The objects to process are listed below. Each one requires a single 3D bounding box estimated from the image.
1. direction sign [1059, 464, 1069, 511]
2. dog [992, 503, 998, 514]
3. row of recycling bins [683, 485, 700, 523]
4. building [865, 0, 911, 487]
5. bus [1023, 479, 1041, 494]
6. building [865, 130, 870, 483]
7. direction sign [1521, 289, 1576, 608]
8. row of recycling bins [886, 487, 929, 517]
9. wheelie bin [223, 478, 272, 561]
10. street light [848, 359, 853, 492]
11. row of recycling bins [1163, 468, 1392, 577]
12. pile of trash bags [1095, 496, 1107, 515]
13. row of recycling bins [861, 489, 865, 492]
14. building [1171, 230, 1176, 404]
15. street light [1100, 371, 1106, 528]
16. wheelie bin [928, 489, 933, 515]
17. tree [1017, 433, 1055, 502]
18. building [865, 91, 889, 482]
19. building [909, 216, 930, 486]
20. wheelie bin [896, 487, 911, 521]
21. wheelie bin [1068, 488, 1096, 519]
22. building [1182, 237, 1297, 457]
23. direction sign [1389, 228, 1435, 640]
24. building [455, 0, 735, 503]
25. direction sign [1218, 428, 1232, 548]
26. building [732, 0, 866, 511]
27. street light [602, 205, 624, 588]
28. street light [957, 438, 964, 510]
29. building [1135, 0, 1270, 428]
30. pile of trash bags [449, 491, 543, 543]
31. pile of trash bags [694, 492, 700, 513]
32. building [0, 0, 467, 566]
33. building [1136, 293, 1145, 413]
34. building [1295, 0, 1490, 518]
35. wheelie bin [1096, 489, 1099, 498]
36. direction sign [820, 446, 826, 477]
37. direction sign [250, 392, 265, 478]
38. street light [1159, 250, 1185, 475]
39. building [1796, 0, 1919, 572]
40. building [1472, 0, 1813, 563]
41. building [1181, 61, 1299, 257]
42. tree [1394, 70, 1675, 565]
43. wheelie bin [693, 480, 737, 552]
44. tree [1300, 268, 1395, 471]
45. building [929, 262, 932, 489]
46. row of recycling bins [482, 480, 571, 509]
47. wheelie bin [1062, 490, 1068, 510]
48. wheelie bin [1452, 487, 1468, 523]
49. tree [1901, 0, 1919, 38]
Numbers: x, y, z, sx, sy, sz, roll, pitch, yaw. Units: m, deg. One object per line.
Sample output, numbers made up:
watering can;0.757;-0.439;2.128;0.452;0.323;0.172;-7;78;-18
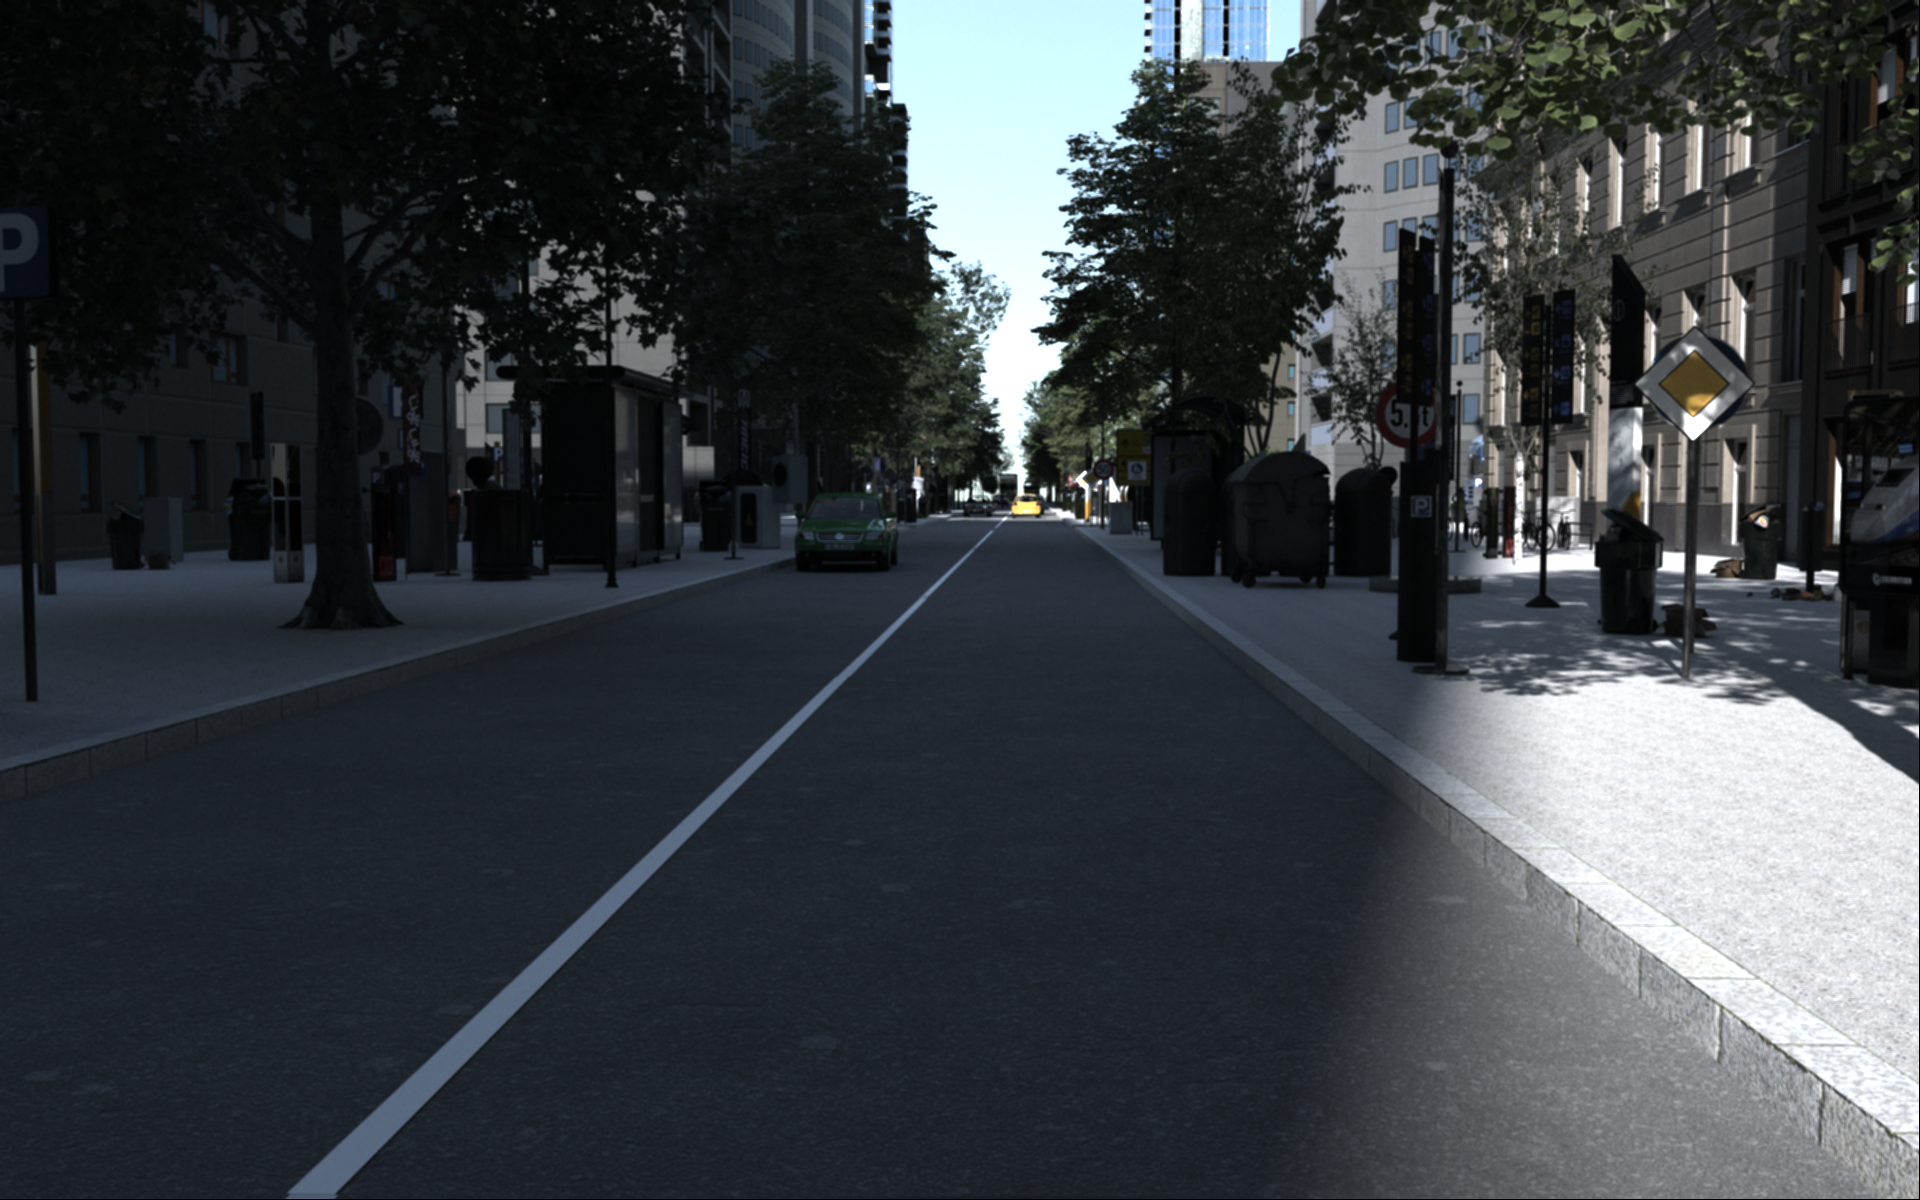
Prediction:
direction sign;7.751;-8.362;128.722;0.876;3.537;0.379;-2;4;-31
dog;2.247;-6.459;122.443;0.513;0.831;0.800;-2;4;-30
row of recycling bins;-12.457;-4.262;76.800;1.069;1.692;3.534;1;4;11
building;-17.648;-57.847;258.462;22.319;86.520;31.000;0;4;2
bus;11.550;-17.564;278.724;2.896;3.916;12.252;0;4;2
building;-17.273;-30.663;184.936;14.154;41.232;14.086;0;4;2
direction sign;6.627;-1.688;19.597;0.379;3.537;0.876;-1;4;-19
row of recycling bins;-3.301;-5.473;96.596;3.534;1.692;1.069;-3;4;-37
wheelie bin;-13.669;-1.562;33.442;0.693;1.594;0.980;3;4;38
street light;-3.545;-5.077;55.797;0.468;5.910;1.993;0;4;2
row of recycling bins;4.978;-1.228;27.193;3.534;1.692;1.069;0;4;3
pile of trash bags;8.643;-5.969;107.338;3.447;1.369;1.912;3;5;44
row of recycling bins;-6.545;-8.316;143.084;3.534;1.692;1.069;-1;4;-20
building;29.050;-25.101;182.106;14.160;30.474;14.107;0;4;2
street light;5.365;-5.647;65.109;0.468;5.910;1.993;0;4;2
wheelie bin;-2.137;-6.014;106.243;0.980;1.594;0.693;1;4;11
tree;14.857;-23.639;293.151;9.857;13.997;8.962;0;3;0
building;-19.836;-35.435;203.071;21.300;48.544;21.600;0;4;2
building;-12.268;-38.653;282.079;14.600;45.320;14.200;0;4;2
wheelie bin;-2.596;-4.550;82.297;0.980;1.594;0.693;2;4;32
wheelie bin;6.227;-4.905;88.110;0.980;1.594;0.693;1;4;22
building;31.096;-17.468;130.636;27.650;21.520;28.899;0;4;2
direction sign;3.987;-1.419;15.205;0.379;3.537;0.876;2;4;33
building;-21.693;-40.361;98.155;20.563;71.187;20.611;0;4;2
direction sign;6.280;-3.014;41.276;0.379;3.537;0.876;-1;4;-14
building;-20.709;-38.007;163.420;21.231;58.520;28.212;0;4;2
street light;-4.787;-3.109;23.625;0.468;5.910;1.993;0;4;2
street light;-0.073;-10.269;140.693;0.468;5.910;1.993;0;4;2
building;36.056;-58.338;266.501;22.319;86.520;31.000;0;4;2
pile of trash bags;-12.777;-2.287;47.146;1.912;1.369;3.447;2;4;30
pile of trash bags;-12.439;-4.335;80.637;3.447;1.369;1.912;3;4;36
building;-31.127;-12.097;42.829;28.899;21.520;27.650;0;4;2
building;42.631;-36.895;295.116;32.217;40.220;23.993;0;4;2
building;33.743;-33.692;92.860;28.212;58.520;21.231;0;4;2
wheelie bin;9.301;-6.641;116.483;0.693;1.594;0.980;1;4;16
direction sign;-6.193;-5.458;81.242;0.876;3.537;0.379;-2;4;-35
direction sign;-15.669;-2.856;38.690;0.379;3.537;0.876;-3;4;-37
street light;4.058;-3.677;32.907;0.468;5.910;1.993;0;4;2
building;20.269;-11.706;21.069;12.332;23.373;15.834;0;4;2
building;21.474;-14.930;41.376;12.463;27.353;25.104;0;4;2
building;28.223;-29.598;167.514;14.154;41.232;14.086;0;4;2
tree;10.297;-4.929;30.949;4.360;8.622;3.978;0;3;0
wheelie bin;-5.478;-1.892;38.841;0.980;1.594;0.693;-1;4;-13
tree;13.130;-6.440;55.651;4.360;8.622;3.978;0;3;0
building;-12.254;-37.495;296.628;14.154;41.232;14.086;0;4;2
row of recycling bins;-12.389;-2.670;50.769;3.534;1.692;1.069;0;4;-3
wheelie bin;8.430;-7.823;135.808;0.980;1.594;0.693;3;5;42
wheelie bin;22.466;-4.265;77.645;0.693;1.594;0.980;2;4;27
tree;10.783;-3.961;15.117;4.360;8.622;3.978;0;3;0
